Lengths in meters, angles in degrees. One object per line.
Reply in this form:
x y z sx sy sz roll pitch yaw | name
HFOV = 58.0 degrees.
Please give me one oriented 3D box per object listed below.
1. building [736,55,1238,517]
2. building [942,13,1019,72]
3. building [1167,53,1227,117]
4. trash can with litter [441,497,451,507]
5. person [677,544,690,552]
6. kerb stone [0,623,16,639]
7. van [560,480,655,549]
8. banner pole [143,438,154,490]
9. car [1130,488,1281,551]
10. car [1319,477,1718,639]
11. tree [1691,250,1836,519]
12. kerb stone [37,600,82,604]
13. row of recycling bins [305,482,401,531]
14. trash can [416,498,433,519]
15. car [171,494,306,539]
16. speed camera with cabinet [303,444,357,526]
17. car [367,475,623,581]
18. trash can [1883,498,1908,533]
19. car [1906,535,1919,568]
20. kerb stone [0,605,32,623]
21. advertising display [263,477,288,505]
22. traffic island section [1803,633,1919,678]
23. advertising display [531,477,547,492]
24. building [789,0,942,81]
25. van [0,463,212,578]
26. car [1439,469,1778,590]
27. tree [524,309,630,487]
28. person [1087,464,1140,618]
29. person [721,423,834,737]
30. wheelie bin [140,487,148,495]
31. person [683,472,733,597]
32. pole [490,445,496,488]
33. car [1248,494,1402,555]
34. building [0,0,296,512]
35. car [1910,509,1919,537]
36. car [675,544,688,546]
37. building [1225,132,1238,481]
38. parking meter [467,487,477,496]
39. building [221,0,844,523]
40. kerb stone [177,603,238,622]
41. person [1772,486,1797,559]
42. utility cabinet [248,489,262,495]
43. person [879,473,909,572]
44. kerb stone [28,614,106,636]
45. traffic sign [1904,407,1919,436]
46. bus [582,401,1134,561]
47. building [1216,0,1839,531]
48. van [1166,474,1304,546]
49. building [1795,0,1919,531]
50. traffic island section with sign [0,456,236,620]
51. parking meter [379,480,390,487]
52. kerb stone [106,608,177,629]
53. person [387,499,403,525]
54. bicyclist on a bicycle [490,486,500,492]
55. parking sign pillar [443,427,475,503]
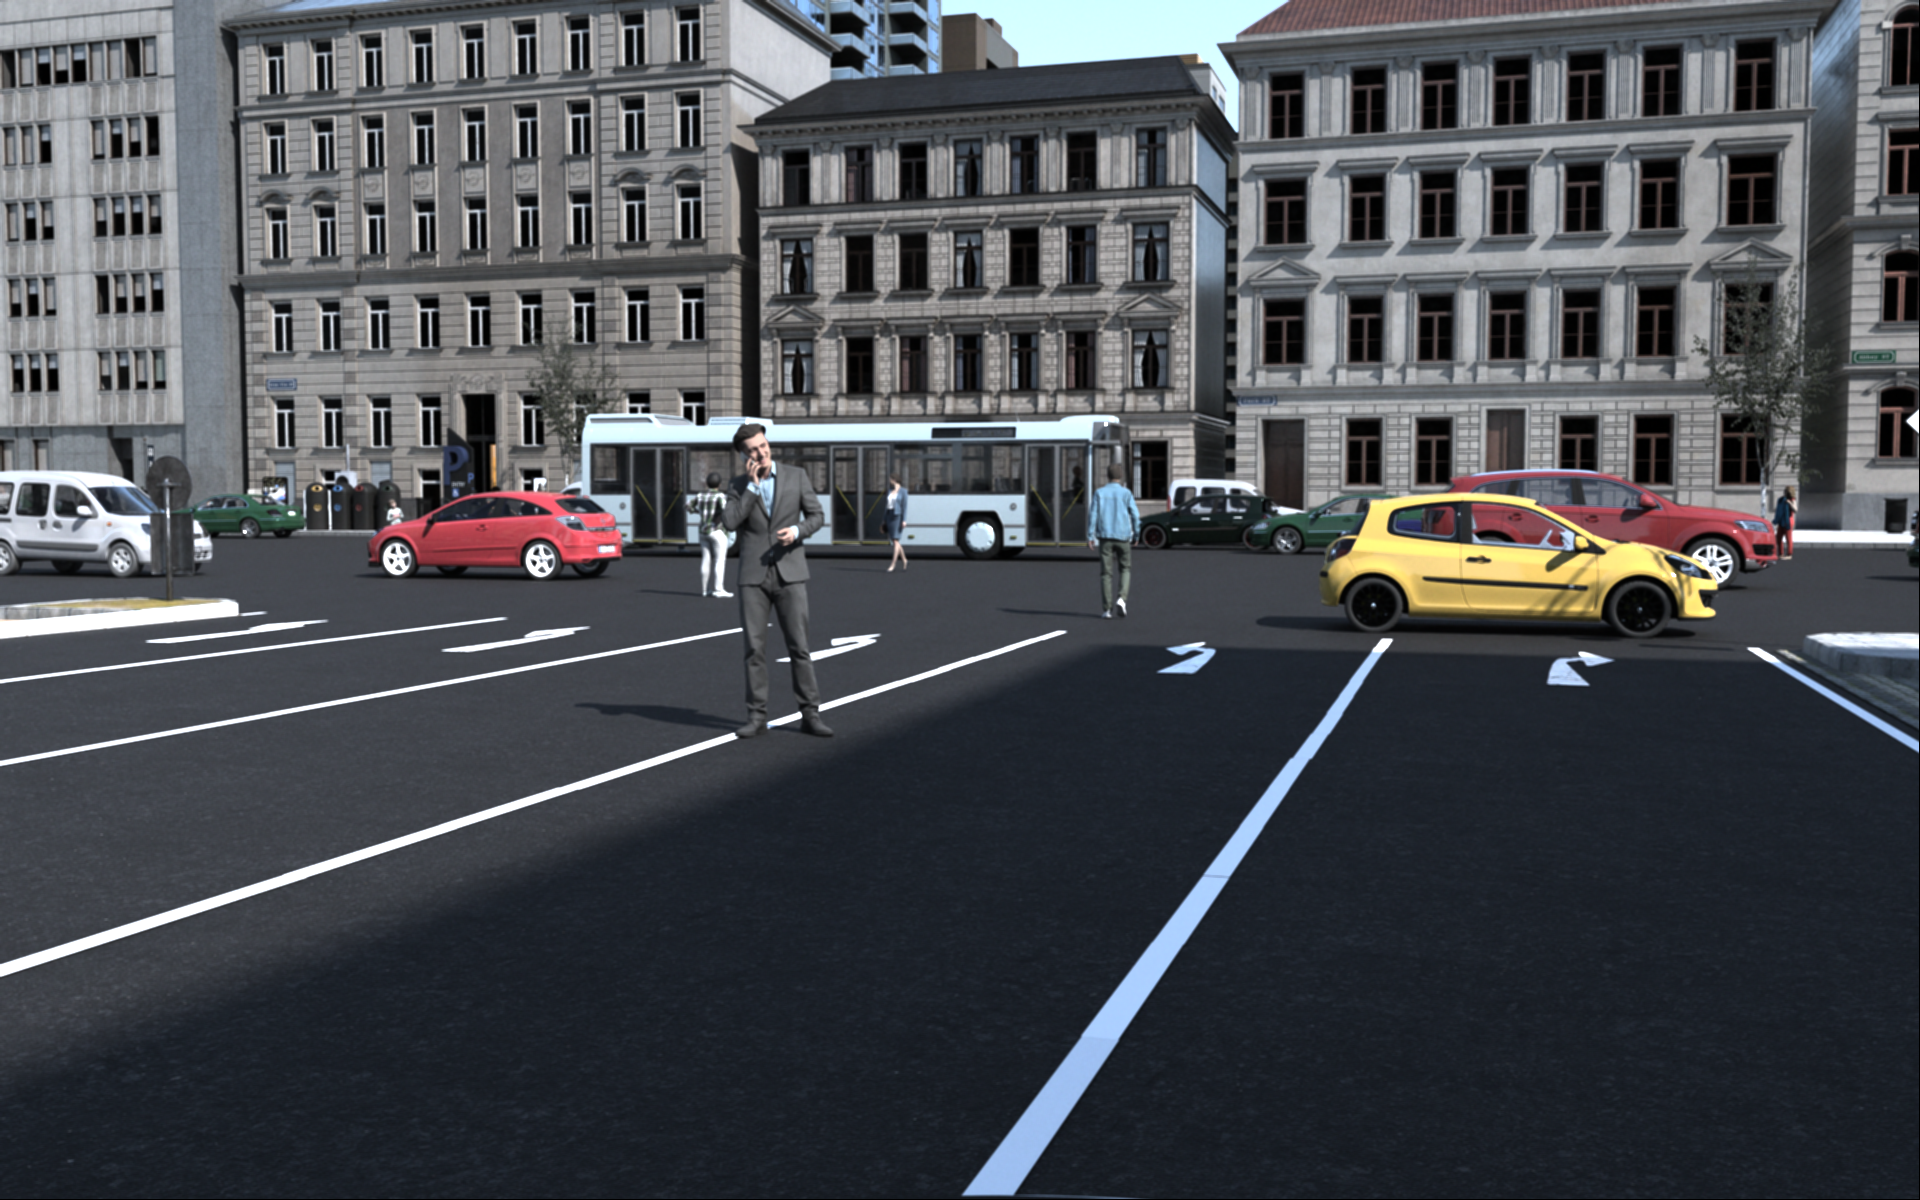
1.648 -12.754 73.163 19.286 19.102 10.561 1 4 17 | building
-3.224 -31.290 161.699 14.200 45.320 14.600 1 4 17 | building
21.889 -42.588 238.319 28.212 58.520 21.231 1 4 17 | building
-35.453 -6.682 120.635 0.624 1.170 1.055 2 4 35 | trash can with litter
-6.849 -1.938 42.777 0.503 1.515 0.523 0 4 4 | person
-9.590 0.322 16.934 0.120 0.150 1.000 1 4 17 | kerb stone
-9.922 -2.396 46.187 4.112 2.044 2.013 1 4 17 | van
-36.398 -5.366 77.744 0.401 3.779 0.863 1 4 9 | banner pole
6.408 -2.156 45.029 4.222 1.686 2.009 1 4 18 | car
5.819 -0.490 18.241 3.980 1.641 2.015 1 4 15 | car
24.028 -6.194 51.636 4.360 8.622 3.978 0 3 0 | tree
-10.674 0.100 20.558 0.120 0.150 1.000 1 4 17 | kerb stone
-21.360 -3.294 60.973 3.534 1.692 1.069 1 4 9 | row of recycling bins
-21.919 -3.623 70.898 0.748 1.137 0.748 0 3 0 | trash can
-23.953 -2.761 56.946 4.920 1.459 2.131 1 4 16 | car
-24.968 -4.545 68.653 2.038 3.252 0.660 1 4 11 | speed camera with cabinet
-8.049 -1.269 29.785 4.494 1.783 2.155 1 4 17 | car
30.595 -2.751 56.638 0.748 1.137 0.748 0 3 0 | trash can
18.183 -1.003 28.197 4.920 1.459 2.131 1 4 18 | car
-10.972 0.162 19.575 0.120 0.150 1.000 1 4 17 | kerb stone
-25.697 -3.659 65.038 0.974 1.923 0.123 1 4 11 | advertising display
8.291 0.477 14.476 2.009 0.180 2.903 1 4 17 | traffic island section
-16.029 -3.715 65.960 0.123 1.923 0.974 1 4 16 | advertising display
-13.952 -50.425 137.118 22.319 86.520 31.000 1 4 17 | building
-15.315 -1.448 30.693 4.112 2.044 2.013 1 4 18 | van
9.869 -1.125 27.059 5.304 1.827 2.281 1 4 18 | car
-15.592 -7.267 69.183 4.360 8.622 3.978 0 3 0 | tree
1.770 -0.679 19.954 0.601 1.785 0.444 0 4 5 | person
-1.078 -0.117 10.213 0.655 1.846 0.447 0 4 -6 | person
-34.348 -3.964 72.718 0.693 1.594 0.980 -2 4 -33 | wheelie bin
-3.464 -0.917 24.209 0.841 1.734 0.376 3 5 42 | person
-19.229 -4.742 71.382 0.158 3.312 0.155 0 3 0 | pole
9.374 -1.811 41.406 4.920 1.459 2.131 1 4 17 | car
-41.057 -16.432 86.692 19.932 24.808 12.078 1 4 17 | building
26.649 -2.104 43.072 5.304 1.827 2.281 1 4 18 | car
-8.763 -2.457 48.967 4.718 1.807 1.959 1 4 17 | car
46.429 -37.216 232.180 21.600 48.544 21.300 1 4 17 | building
-18.473 -3.498 65.601 0.372 1.533 0.369 0 3 0 | parking meter
-19.323 -17.306 80.216 25.104 27.353 12.463 1 4 17 | building
-8.686 0.141 19.886 0.120 0.150 1.000 1 4 17 | kerb stone
18.050 -1.695 37.923 0.444 1.614 0.593 1 4 18 | person
-30.220 -4.008 74.217 0.318 1.500 1.173 -1 4 -8 | utility cabinet
-1.139 -1.427 31.856 0.654 1.822 0.581 -3 4 -36 | person
-9.291 0.262 17.917 0.120 0.150 1.000 1 4 17 | kerb stone
8.266 -0.658 14.406 0.795 2.450 0.064 1 4 17 | traffic sign
-1.949 -2.702 39.037 13.247 3.499 2.948 1 4 16 | bus
21.370 -14.151 67.520 21.152 22.565 11.583 1 4 17 | building
7.798 -2.519 48.200 4.112 2.044 2.013 1 4 18 | van
43.125 -16.799 62.048 23.554 28.519 14.401 1 4 17 | building
-9.659 -0.739 20.216 2.006 1.907 1.989 1 4 17 | traffic island section with sign
-23.089 -3.902 69.508 0.255 1.863 0.399 3 5 44 | parking meter
-8.989 0.202 18.900 0.120 0.150 1.000 1 4 17 | kerb stone
-14.071 -1.864 43.252 0.394 1.301 0.425 2 4 33 | person
-10.553 -1.807 39.563 1.625 1.676 1.499 1 4 15 | bicyclist on a bicycle
-20.170 -4.968 69.703 1.447 3.967 1.447 2 4 27 | parking sign pillar
